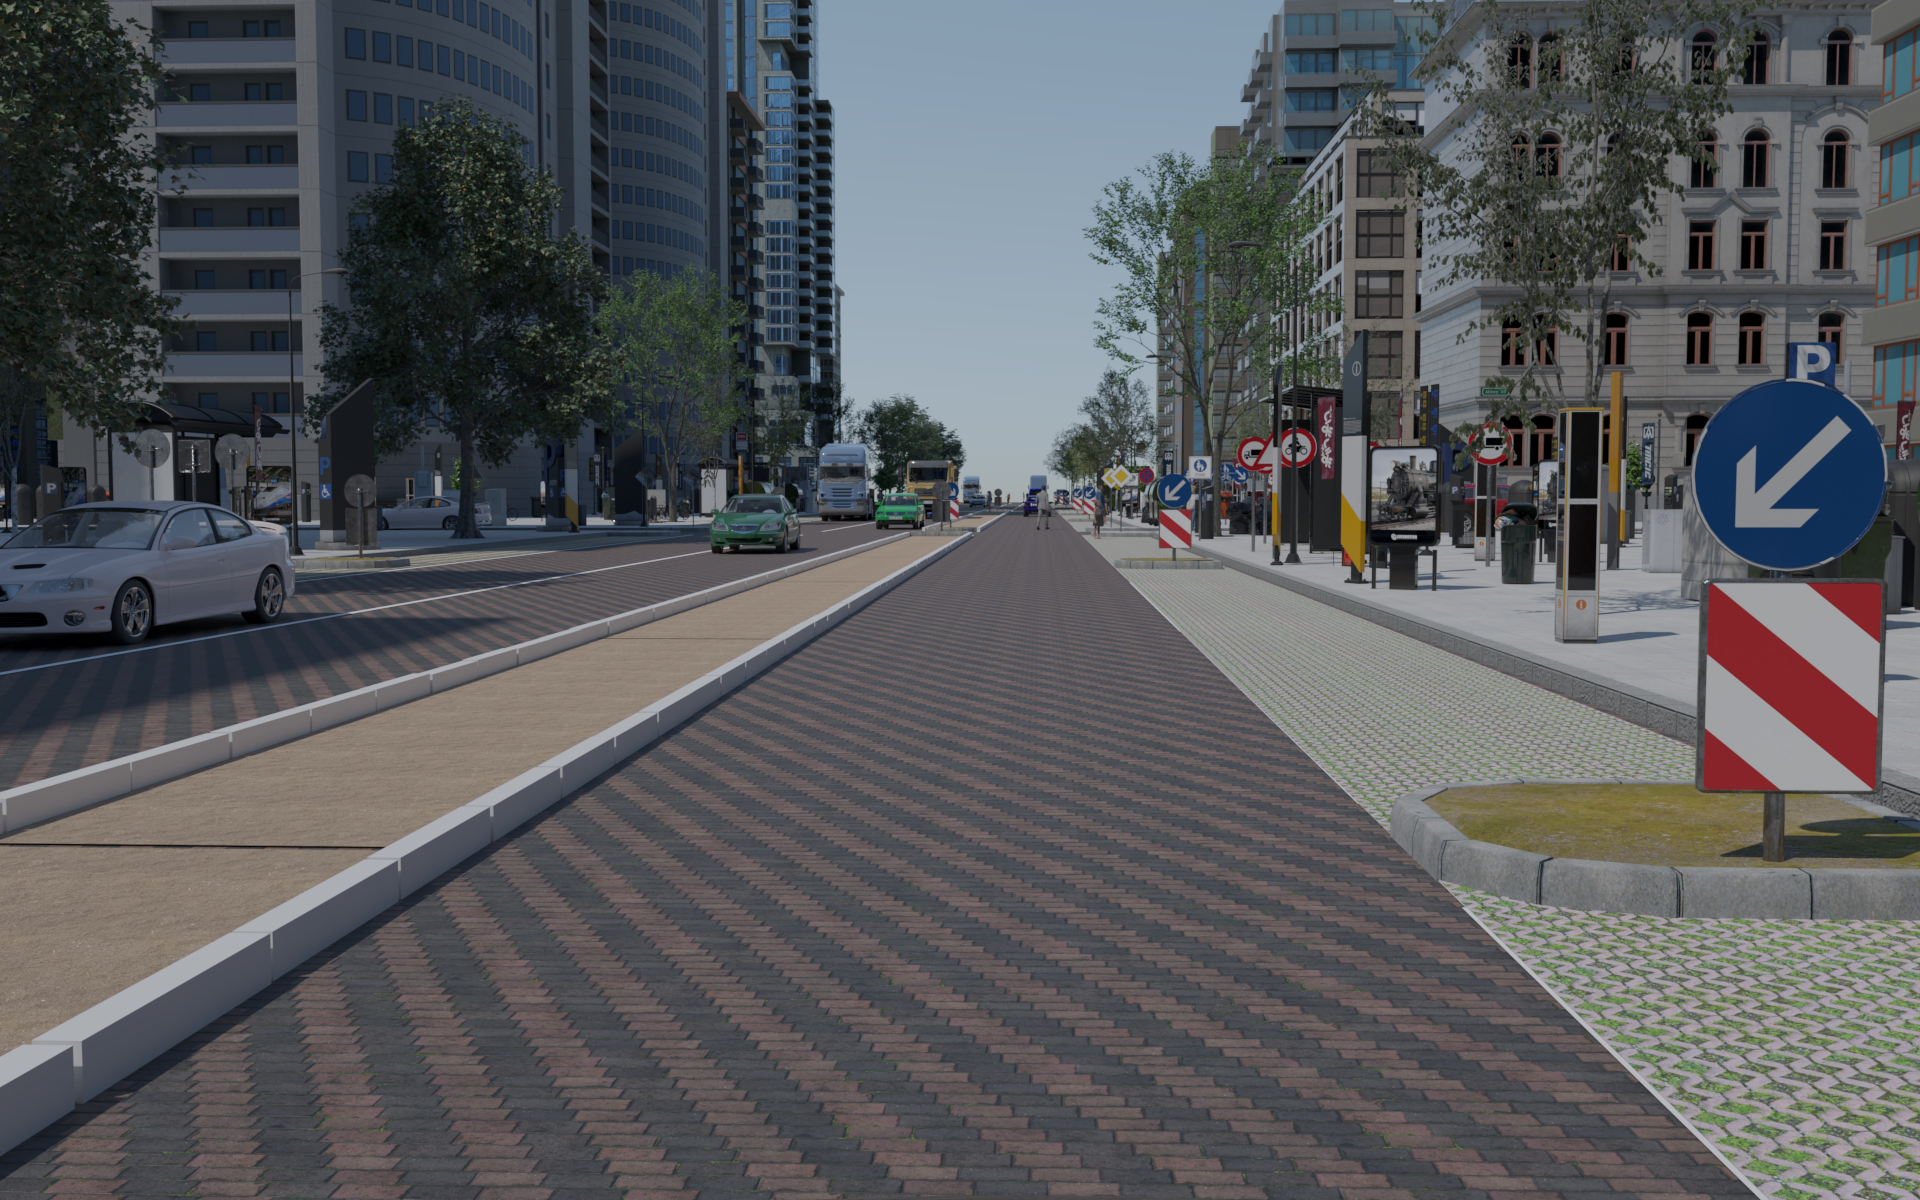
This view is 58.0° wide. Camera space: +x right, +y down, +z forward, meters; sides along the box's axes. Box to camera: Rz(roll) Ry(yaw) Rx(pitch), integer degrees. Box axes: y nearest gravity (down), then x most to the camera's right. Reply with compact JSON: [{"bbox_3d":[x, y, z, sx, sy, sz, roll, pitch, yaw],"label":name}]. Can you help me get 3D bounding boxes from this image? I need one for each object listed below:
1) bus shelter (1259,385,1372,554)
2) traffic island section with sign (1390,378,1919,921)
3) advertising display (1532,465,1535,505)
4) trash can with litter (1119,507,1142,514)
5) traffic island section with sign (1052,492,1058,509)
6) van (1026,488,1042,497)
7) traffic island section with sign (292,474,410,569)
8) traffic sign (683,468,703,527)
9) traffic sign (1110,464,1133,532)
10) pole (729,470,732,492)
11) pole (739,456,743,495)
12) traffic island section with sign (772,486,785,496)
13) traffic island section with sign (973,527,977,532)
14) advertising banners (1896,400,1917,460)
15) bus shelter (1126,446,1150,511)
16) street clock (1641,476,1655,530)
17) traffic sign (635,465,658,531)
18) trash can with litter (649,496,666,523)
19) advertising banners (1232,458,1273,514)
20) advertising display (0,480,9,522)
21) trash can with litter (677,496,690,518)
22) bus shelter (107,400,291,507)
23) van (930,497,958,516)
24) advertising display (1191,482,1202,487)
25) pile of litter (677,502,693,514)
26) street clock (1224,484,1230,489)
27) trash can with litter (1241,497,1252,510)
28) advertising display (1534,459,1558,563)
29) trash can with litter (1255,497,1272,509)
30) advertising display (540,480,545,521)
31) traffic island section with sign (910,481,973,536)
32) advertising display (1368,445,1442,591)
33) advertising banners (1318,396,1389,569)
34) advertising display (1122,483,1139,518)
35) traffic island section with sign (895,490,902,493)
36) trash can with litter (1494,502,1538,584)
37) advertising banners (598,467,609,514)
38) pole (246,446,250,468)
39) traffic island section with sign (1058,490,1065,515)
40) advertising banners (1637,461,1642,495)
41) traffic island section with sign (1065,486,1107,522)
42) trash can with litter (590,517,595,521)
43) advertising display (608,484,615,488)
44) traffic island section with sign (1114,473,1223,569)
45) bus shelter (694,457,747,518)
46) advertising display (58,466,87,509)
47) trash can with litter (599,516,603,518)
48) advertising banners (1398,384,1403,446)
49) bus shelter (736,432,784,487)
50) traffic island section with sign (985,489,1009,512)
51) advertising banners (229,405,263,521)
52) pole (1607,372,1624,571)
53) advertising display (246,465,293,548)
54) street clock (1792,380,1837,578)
[{"bbox_3d":[8.183,-2.994,40.242,1.731,3.624,6.357,0,4,3],"label":"bus shelter"},{"bbox_3d":[2.777,0.116,6.737,1.989,1.847,2.006,0,4,3],"label":"traffic island section with sign"},{"bbox_3d":[12.592,-1.928,36.737,0.123,1.923,0.974,-3,5,-40],"label":"advertising display"},{"bbox_3d":[11.721,-6.291,113.909,2.233,1.210,1.678,3,5,40],"label":"trash can with litter"},{"bbox_3d":[10.074,-9.661,166.583,1.989,1.847,2.006,0,4,3],"label":"traffic island section with sign"},{"bbox_3d":[8.286,-11.176,187.109,2.240,2.365,5.245,0,4,2],"label":"van"},{"bbox_3d":[-11.924,-1.546,33.913,1.989,1.847,2.006,0,4,3],"label":"traffic island section with sign"},{"bbox_3d":[-10.367,-3.893,67.296,0.795,2.450,0.064,0,4,3],"label":"traffic sign"},{"bbox_3d":[5.446,-3.359,58.563,0.795,2.450,0.064,0,4,3],"label":"traffic sign"},{"bbox_3d":[-17.461,-8.450,131.995,0.158,3.312,0.155,0,3,0],"label":"pole"},{"bbox_3d":[-11.659,-6.014,92.167,0.158,3.312,0.155,0,3,0],"label":"pole"},{"bbox_3d":[-9.389,-4.942,89.436,1.989,1.847,2.006,0,4,3],"label":"traffic island section with sign"},{"bbox_3d":[-0.322,-3.573,66.557,2.006,1.907,1.989,0,4,3],"label":"traffic island section with sign"},{"bbox_3d":[17.022,-2.199,32.138,2.074,3.025,0.090,-2,4,-26],"label":"advertising banners"},{"bbox_3d":[13.243,-9.475,132.556,2.179,5.291,8.768,0,4,3],"label":"bus shelter"},{"bbox_3d":[22.674,-3.220,57.210,0.471,2.002,0.358,0,4,-7],"label":"street clock"},{"bbox_3d":[-10.731,-3.405,59.319,0.795,2.450,0.064,0,4,3],"label":"traffic sign"},{"bbox_3d":[-13.713,-3.965,75.887,1.678,1.210,2.233,1,4,17],"label":"trash can with litter"},{"bbox_3d":[14.288,-5.399,84.460,2.074,3.025,0.090,2,4,24],"label":"advertising banners"},{"bbox_3d":[-44.498,-4.588,80.227,0.974,1.923,0.123,1,4,16],"label":"advertising display"},{"bbox_3d":[-15.006,-4.987,92.929,1.055,1.170,0.624,0,4,0],"label":"trash can with litter"},{"bbox_3d":[-17.683,-2.829,40.185,2.014,3.302,5.546,0,4,3],"label":"bus shelter"},{"bbox_3d":[-1.101,-6.596,114.850,2.013,2.044,4.112,0,4,2],"label":"van"},{"bbox_3d":[12.600,-5.406,93.598,0.974,1.923,0.123,-1,4,-10],"label":"advertising display"},{"bbox_3d":[-17.878,-5.928,110.894,1.719,0.858,1.176,-1,4,-9],"label":"pile of litter"},{"bbox_3d":[18.335,-6.984,118.761,0.471,2.002,0.358,2,4,32],"label":"street clock"},{"bbox_3d":[12.685,-4.005,76.870,0.624,1.170,1.055,3,5,39],"label":"trash can with litter"},{"bbox_3d":[11.101,-1.650,32.196,0.123,1.923,0.974,-1,4,-22],"label":"advertising display"},{"bbox_3d":[11.860,-3.371,66.499,0.624,1.170,1.055,-1,4,-21],"label":"trash can with litter"},{"bbox_3d":[-19.151,-4.635,80.999,0.974,1.923,0.123,0,4,4],"label":"advertising display"},{"bbox_3d":[-0.670,-3.121,59.158,2.006,1.907,1.989,0,4,3],"label":"traffic island section with sign"},{"bbox_3d":[5.941,-1.097,23.150,0.974,1.923,0.123,3,4,37],"label":"advertising display"},{"bbox_3d":[6.905,-2.094,30.433,0.090,3.025,2.074,-2,4,-25],"label":"advertising banners"},{"bbox_3d":[9.089,-5.357,92.797,0.974,1.923,0.123,1,4,21],"label":"advertising display"},{"bbox_3d":[-5.863,-9.666,166.674,1.989,1.847,2.006,0,4,3],"label":"traffic island section with sign"},{"bbox_3d":[7.969,-0.829,24.946,0.624,1.170,1.055,1,4,12],"label":"trash can with litter"},{"bbox_3d":[-23.286,-7.158,113.217,0.090,3.025,2.074,-2,4,-29],"label":"advertising banners"},{"bbox_3d":[-29.969,-4.839,72.964,0.158,3.312,0.155,0,3,0],"label":"pole"},{"bbox_3d":[7.770,-6.594,116.435,1.989,1.847,2.006,0,4,3],"label":"traffic island section with sign"},{"bbox_3d":[30.180,-5.009,78.091,2.074,3.025,0.090,-2,4,-26],"label":"advertising banners"},{"bbox_3d":[6.563,-4.947,89.507,1.989,1.847,2.006,0,4,3],"label":"traffic island section with sign"},{"bbox_3d":[-18.927,-4.424,83.388,2.233,1.210,1.678,3,5,42],"label":"trash can with litter"},{"bbox_3d":[-23.251,-6.766,115.842,0.123,1.923,0.974,3,5,43],"label":"advertising display"},{"bbox_3d":[4.010,-1.531,33.664,1.989,1.847,2.006,0,4,3],"label":"traffic island section with sign"},{"bbox_3d":[-13.307,-6.279,96.592,2.014,3.302,5.546,0,4,3],"label":"bus shelter"},{"bbox_3d":[-20.898,-2.178,40.829,0.123,1.923,0.974,0,4,4],"label":"advertising display"},{"bbox_3d":[-19.039,-5.075,94.041,1.678,1.210,2.233,-1,4,-11],"label":"trash can with litter"},{"bbox_3d":[6.925,-1.890,27.083,0.090,3.025,2.074,1,4,12],"label":"advertising banners"},{"bbox_3d":[-13.299,-8.393,114.851,2.179,5.291,8.768,0,4,3],"label":"bus shelter"},{"bbox_3d":[3.095,-8.164,141.618,2.006,1.907,1.989,0,4,3],"label":"traffic island section with sign"},{"bbox_3d":[-13.769,-2.282,33.493,0.090,3.025,2.074,0,4,-5],"label":"advertising banners"},{"bbox_3d":[10.984,-2.152,29.033,0.158,3.312,0.155,0,3,0],"label":"pole"},{"bbox_3d":[-15.616,-2.079,39.209,0.974,1.923,0.123,-2,4,-30],"label":"advertising display"},{"bbox_3d":[5.440,-0.405,11.188,0.471,2.002,0.358,0,4,6],"label":"street clock"}]
